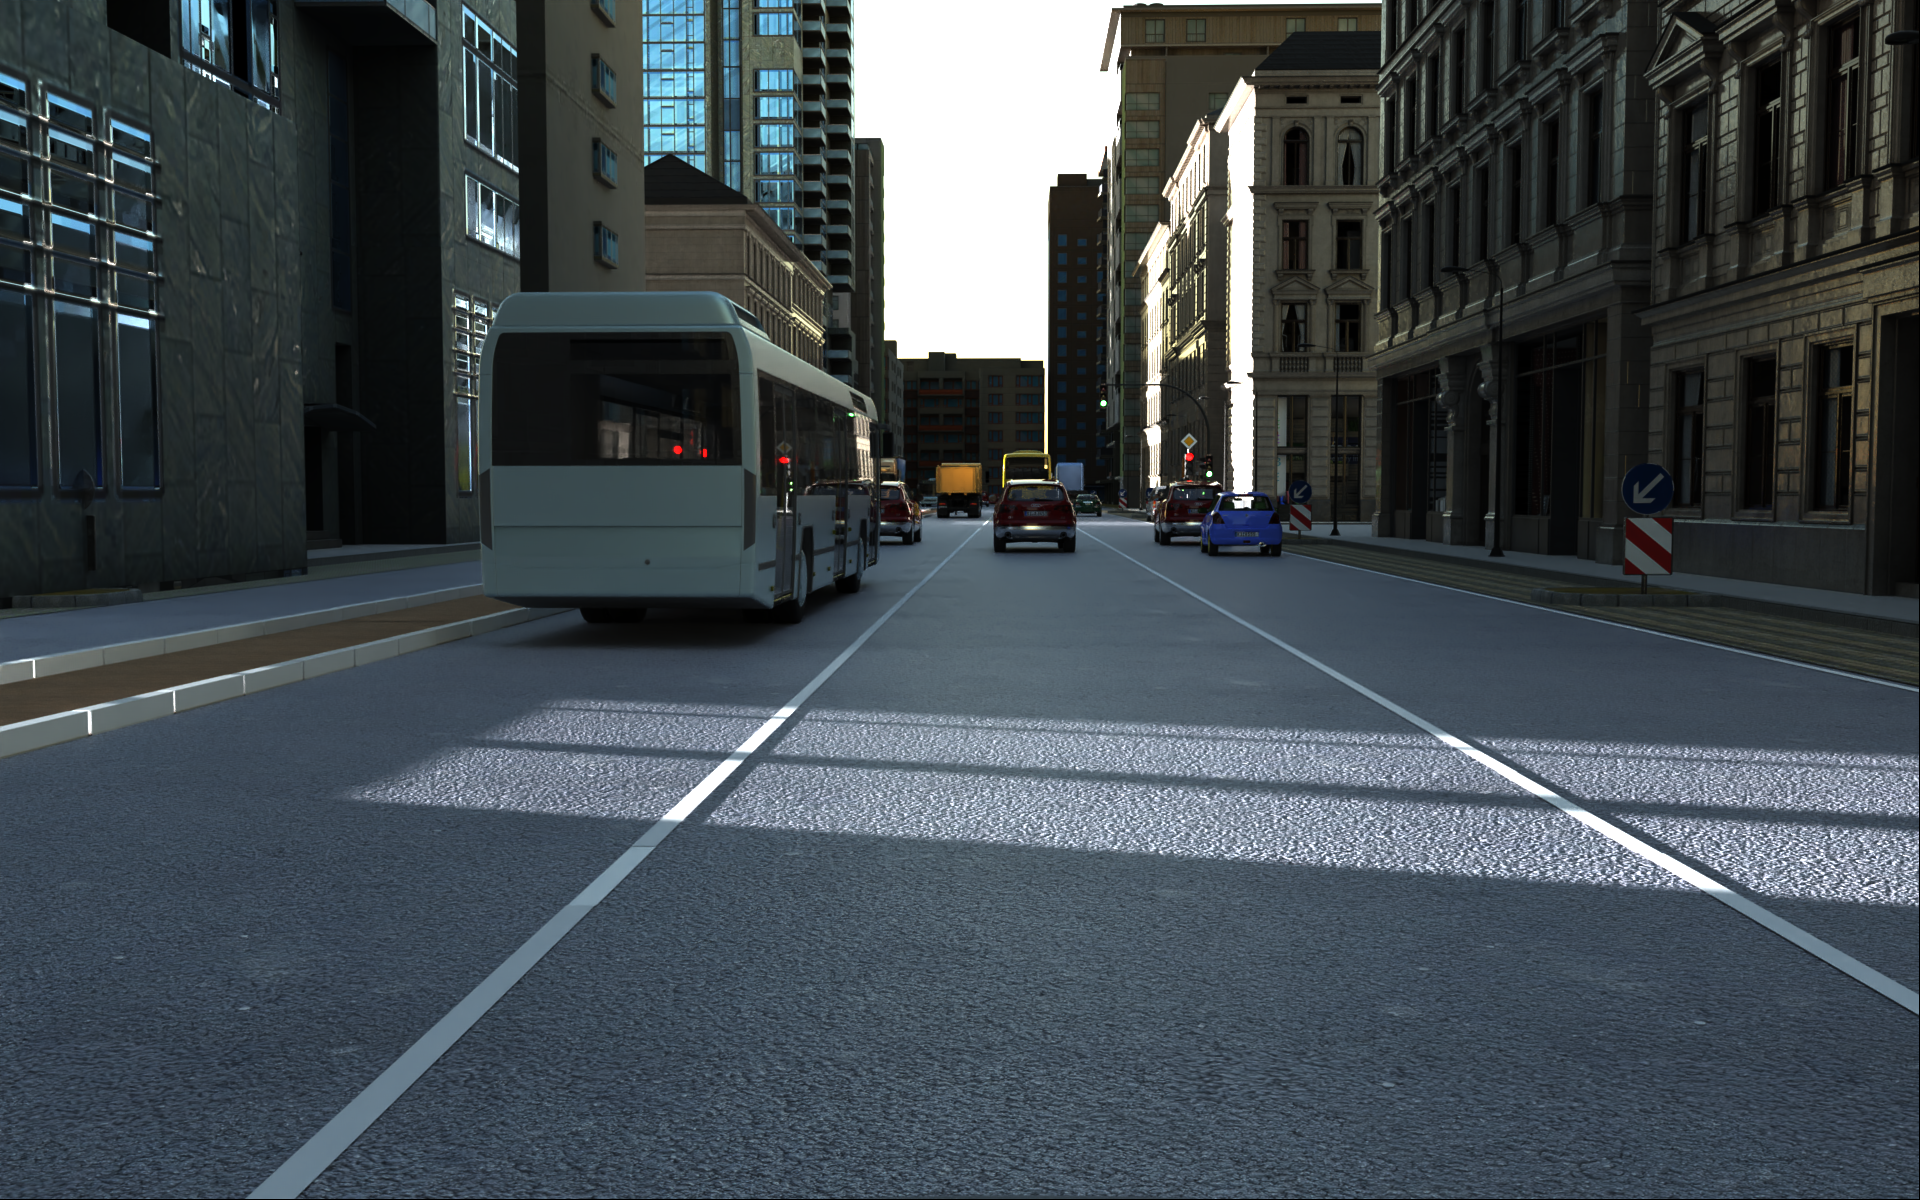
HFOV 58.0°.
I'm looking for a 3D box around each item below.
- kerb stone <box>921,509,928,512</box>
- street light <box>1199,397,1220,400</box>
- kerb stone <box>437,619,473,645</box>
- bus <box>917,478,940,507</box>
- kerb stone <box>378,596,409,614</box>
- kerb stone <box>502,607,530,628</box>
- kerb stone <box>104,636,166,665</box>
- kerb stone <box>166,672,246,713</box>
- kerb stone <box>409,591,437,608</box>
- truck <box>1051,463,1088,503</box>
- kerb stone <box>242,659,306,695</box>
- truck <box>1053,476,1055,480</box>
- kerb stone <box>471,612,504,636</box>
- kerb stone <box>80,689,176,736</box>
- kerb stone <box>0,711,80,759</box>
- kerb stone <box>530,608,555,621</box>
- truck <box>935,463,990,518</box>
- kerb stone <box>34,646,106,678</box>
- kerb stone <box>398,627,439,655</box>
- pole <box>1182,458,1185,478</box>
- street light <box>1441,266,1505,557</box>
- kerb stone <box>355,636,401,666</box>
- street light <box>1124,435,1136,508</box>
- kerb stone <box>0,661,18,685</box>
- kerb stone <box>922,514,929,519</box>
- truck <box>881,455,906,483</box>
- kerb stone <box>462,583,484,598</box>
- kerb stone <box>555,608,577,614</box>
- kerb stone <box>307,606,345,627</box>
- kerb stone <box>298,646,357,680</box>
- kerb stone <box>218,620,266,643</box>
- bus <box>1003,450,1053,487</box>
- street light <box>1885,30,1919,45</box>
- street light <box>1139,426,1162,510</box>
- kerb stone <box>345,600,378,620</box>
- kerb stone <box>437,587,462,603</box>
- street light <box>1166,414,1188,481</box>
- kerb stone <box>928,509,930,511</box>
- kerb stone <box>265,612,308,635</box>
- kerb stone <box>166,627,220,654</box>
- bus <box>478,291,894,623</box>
[{"bbox_3d":[-2.956,-7.482,144.562,0.120,0.150,1.000,0,4,2],"label":"kerb stone"},{"bbox_3d":[12.100,-6.734,82.639,1.470,5.913,1.316,0,4,2],"label":"street light"},{"bbox_3d":[-5.000,0.323,16.911,0.120,0.150,1.000,0,4,2],"label":"kerb stone"},{"bbox_3d":[-2.968,-12.490,199.063,2.948,3.499,13.247,0,4,4],"label":"bus"},{"bbox_3d":[-6.962,0.070,21.052,0.120,0.150,1.000,0,4,2],"label":"kerb stone"},{"bbox_3d":[-4.933,0.197,18.967,0.120,0.150,1.000,0,4,2],"label":"kerb stone"},{"bbox_3d":[-7.161,0.445,14.912,0.120,0.150,1.000,0,4,2],"label":"kerb stone"},{"bbox_3d":[-5.163,0.636,11.798,0.120,0.150,1.000,0,4,2],"label":"kerb stone"},{"bbox_3d":[-6.926,0.012,22.088,0.120,0.150,1.000,0,4,2],"label":"kerb stone"},{"bbox_3d":[9.411,-9.345,142.556,2.967,4.110,18.799,0,3,0],"label":"truck"},{"bbox_3d":[-5.128,0.576,12.819,0.120,0.150,1.000,0,4,2],"label":"kerb stone"},{"bbox_3d":[10.607,-11.673,186.770,3.469,3.379,9.791,0,4,3],"label":"truck"},{"bbox_3d":[-4.956,0.260,17.938,0.120,0.150,1.000,0,4,2],"label":"kerb stone"},{"bbox_3d":[-5.191,0.699,10.768,0.120,0.150,1.000,0,4,2],"label":"kerb stone"},{"bbox_3d":[-5.229,0.762,9.740,0.120,0.150,1.000,0,4,2],"label":"kerb stone"},{"bbox_3d":[-4.897,0.142,19.989,0.120,0.150,1.000,0,4,2],"label":"kerb stone"},{"bbox_3d":[0.026,-6.795,107.026,3.469,3.379,9.791,0,4,2],"label":"truck"},{"bbox_3d":[-7.195,0.508,13.889,0.120,0.150,1.000,0,4,2],"label":"kerb stone"},{"bbox_3d":[-5.028,0.386,15.890,0.120,0.150,1.000,0,4,2],"label":"kerb stone"},{"bbox_3d":[12.636,-6.367,97.942,0.158,3.312,0.155,0,3,0],"label":"pole"},{"bbox_3d":[10.488,-3.847,35.433,1.470,5.913,1.316,0,4,2],"label":"street light"},{"bbox_3d":[-5.057,0.450,14.862,0.120,0.150,1.000,0,4,2],"label":"kerb stone"},{"bbox_3d":[13.780,-10.040,136.701,1.470,5.913,1.316,0,4,2],"label":"street light"},{"bbox_3d":[-7.223,0.571,12.858,0.120,0.150,1.000,0,4,2],"label":"kerb stone"},{"bbox_3d":[-2.110,-5.099,105.564,0.120,0.150,1.000,0,4,2],"label":"kerb stone"},{"bbox_3d":[-5.580,-8.485,127.645,2.839,4.237,11.283,0,4,2],"label":"truck"},{"bbox_3d":[-6.864,-0.117,24.135,0.120,0.150,1.000,0,4,2],"label":"kerb stone"},{"bbox_3d":[-4.869,0.076,21.014,0.120,0.150,1.000,0,4,2],"label":"kerb stone"},{"bbox_3d":[-7.031,0.199,19.003,0.120,0.150,1.000,0,4,2],"label":"kerb stone"},{"bbox_3d":[-5.093,0.511,13.840,0.120,0.150,1.000,0,4,2],"label":"kerb stone"},{"bbox_3d":[-7.097,0.324,16.960,0.120,0.150,1.000,0,4,2],"label":"kerb stone"},{"bbox_3d":[3.779,-6.421,96.537,2.896,3.916,12.252,0,4,3],"label":"bus"},{"bbox_3d":[9.978,-2.751,17.522,1.470,5.913,1.316,0,4,2],"label":"street light"},{"bbox_3d":[13.206,-8.929,118.524,1.470,5.913,1.316,0,4,2],"label":"street light"},{"bbox_3d":[-7.003,0.133,20.025,0.120,0.150,1.000,0,4,2],"label":"kerb stone"},{"bbox_3d":[-6.894,-0.056,23.109,0.120,0.150,1.000,0,4,2],"label":"kerb stone"},{"bbox_3d":[12.665,-7.829,100.544,1.470,5.913,1.316,0,4,2],"label":"street light"},{"bbox_3d":[-2.879,-7.609,146.609,0.120,0.150,1.000,0,4,2],"label":"kerb stone"},{"bbox_3d":[-7.056,0.261,17.982,0.120,0.150,1.000,0,4,2],"label":"kerb stone"},{"bbox_3d":[-7.125,0.385,15.939,0.120,0.150,1.000,0,4,2],"label":"kerb stone"},{"bbox_3d":[-2.817,-1.683,22.379,2.948,3.499,13.247,0,4,3],"label":"bus"}]
